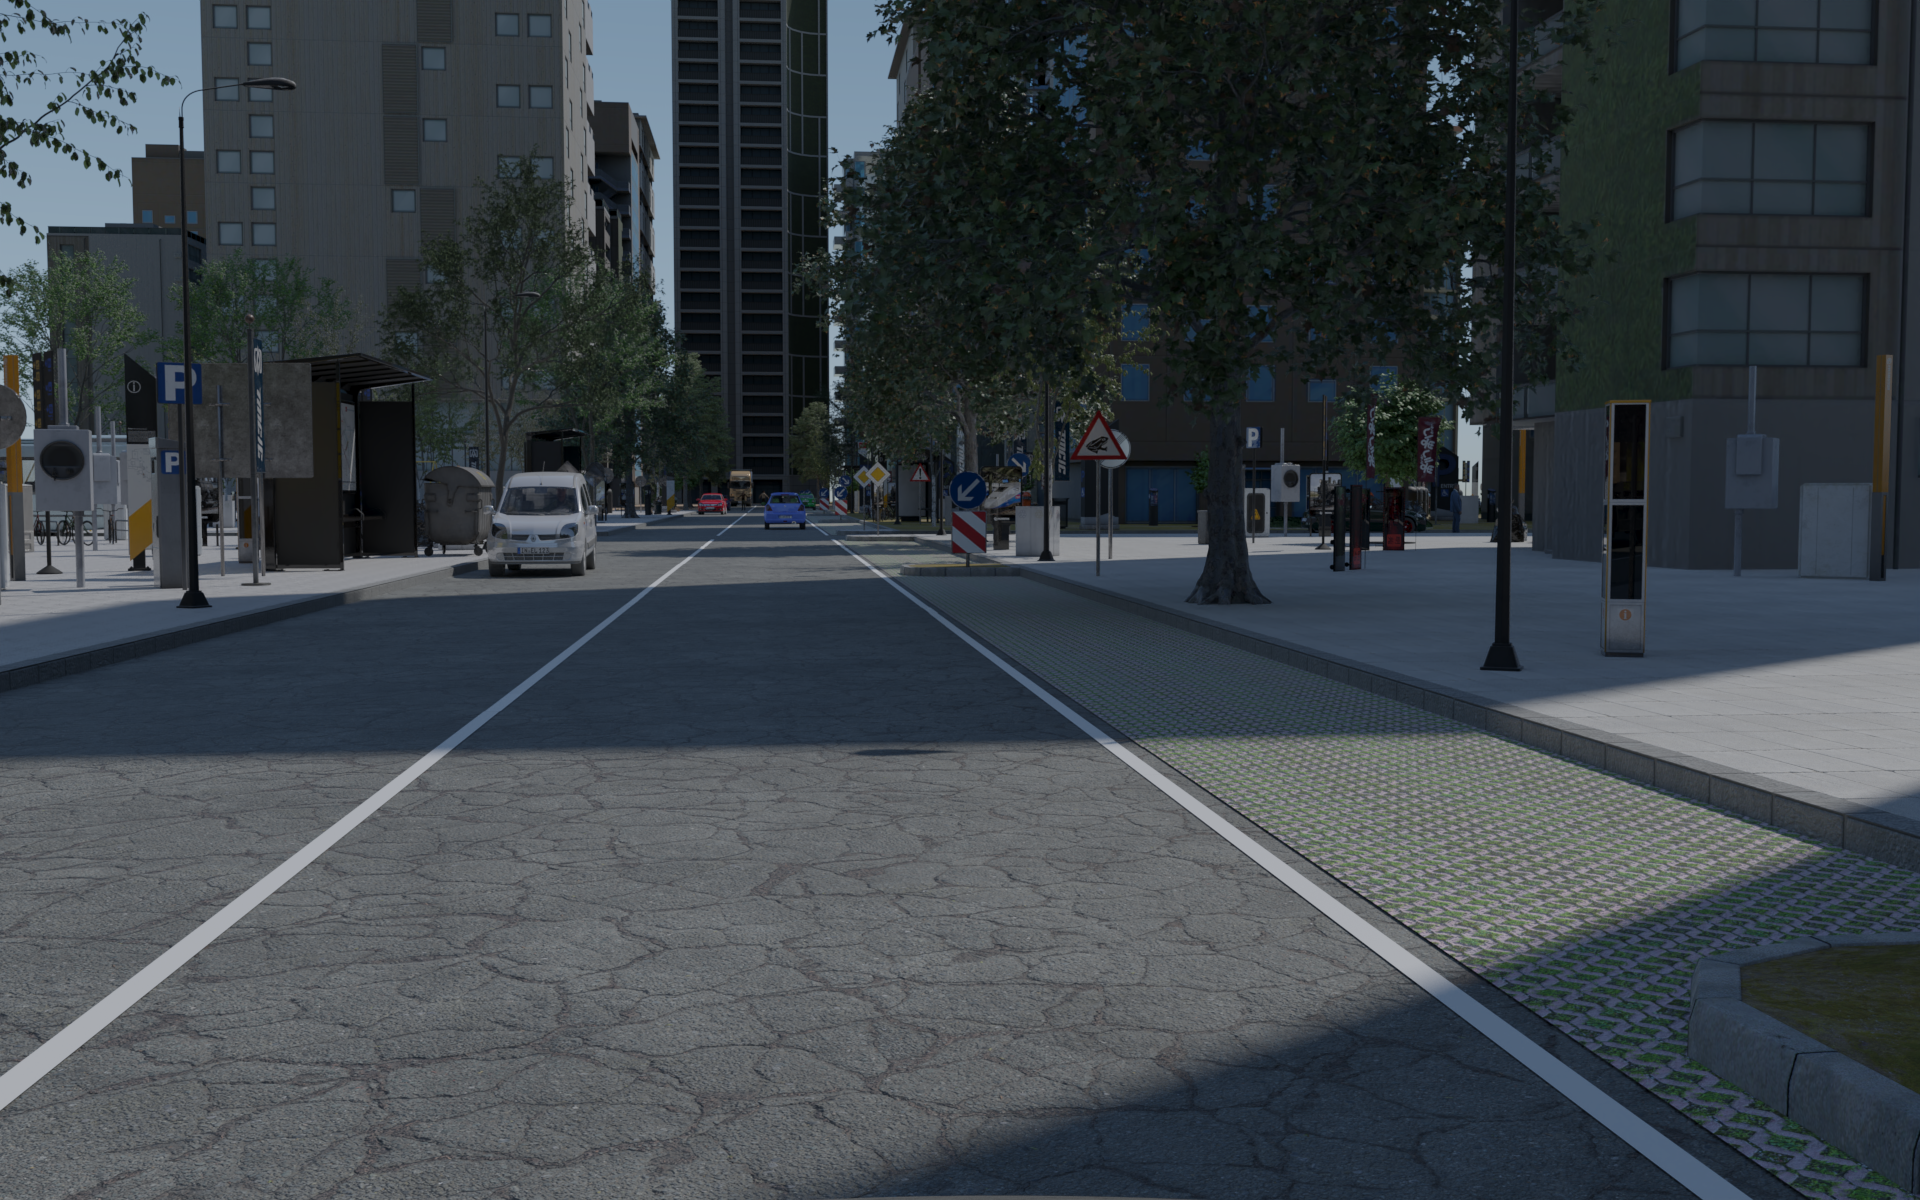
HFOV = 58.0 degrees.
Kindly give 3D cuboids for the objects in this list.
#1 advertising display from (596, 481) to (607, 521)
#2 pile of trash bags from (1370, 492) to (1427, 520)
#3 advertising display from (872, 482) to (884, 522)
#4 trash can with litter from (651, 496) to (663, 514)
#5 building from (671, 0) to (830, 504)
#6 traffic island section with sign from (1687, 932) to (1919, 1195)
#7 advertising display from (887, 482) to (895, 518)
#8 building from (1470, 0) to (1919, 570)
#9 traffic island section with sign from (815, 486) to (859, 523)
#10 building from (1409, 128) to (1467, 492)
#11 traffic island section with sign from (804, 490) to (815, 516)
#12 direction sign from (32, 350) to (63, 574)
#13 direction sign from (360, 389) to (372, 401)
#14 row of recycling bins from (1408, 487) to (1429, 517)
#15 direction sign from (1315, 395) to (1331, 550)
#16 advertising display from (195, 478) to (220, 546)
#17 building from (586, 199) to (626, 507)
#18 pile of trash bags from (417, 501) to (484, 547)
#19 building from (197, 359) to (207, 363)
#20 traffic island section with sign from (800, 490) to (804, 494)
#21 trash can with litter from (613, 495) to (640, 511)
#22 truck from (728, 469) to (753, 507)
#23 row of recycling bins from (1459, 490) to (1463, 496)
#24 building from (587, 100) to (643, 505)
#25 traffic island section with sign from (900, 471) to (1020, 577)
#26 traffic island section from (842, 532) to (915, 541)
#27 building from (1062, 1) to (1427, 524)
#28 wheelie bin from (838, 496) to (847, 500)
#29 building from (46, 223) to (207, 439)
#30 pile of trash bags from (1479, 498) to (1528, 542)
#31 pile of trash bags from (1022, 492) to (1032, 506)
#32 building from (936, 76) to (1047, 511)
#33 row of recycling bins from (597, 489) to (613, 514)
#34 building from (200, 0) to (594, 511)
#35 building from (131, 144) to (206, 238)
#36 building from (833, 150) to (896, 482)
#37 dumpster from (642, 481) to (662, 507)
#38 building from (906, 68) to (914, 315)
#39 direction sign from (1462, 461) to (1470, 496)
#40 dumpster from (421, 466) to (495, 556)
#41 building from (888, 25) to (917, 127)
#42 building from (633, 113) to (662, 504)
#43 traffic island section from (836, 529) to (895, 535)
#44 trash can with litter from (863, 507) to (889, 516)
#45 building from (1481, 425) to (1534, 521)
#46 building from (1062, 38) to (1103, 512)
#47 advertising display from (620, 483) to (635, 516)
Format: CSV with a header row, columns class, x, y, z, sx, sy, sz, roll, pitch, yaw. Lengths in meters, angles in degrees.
class,x,y,z,sx,sy,sz,roll,pitch,yaw
advertising display,-17.168,-4.739,82.696,0.123,1.923,0.974,-3,5,-43
pile of trash bags,16.964,-3.597,68.568,3.447,1.369,1.912,-3,5,-41
advertising display,-3.829,-4.617,80.704,0.123,1.923,0.974,2,4,26
trash can with litter,-19.242,-5.964,108.904,1.055,1.170,0.624,1,4,9
building,-28.194,-48.794,236.028,20.611,71.187,20.563,0,4,-6
traffic island section with sign,2.877,0.282,4.019,1.989,1.847,2.006,0,4,-6
advertising display,-3.611,-5.357,92.796,0.123,1.923,0.974,2,4,35
building,18.540,-21.527,35.558,14.154,41.232,14.086,0,4,-6
traffic island section with sign,-6.043,-4.725,85.876,1.989,1.847,2.006,0,4,-6
building,43.123,-33.271,198.604,28.867,44.769,22.147,0,4,-6
traffic island section with sign,-8.987,-6.379,112.920,1.989,1.847,2.006,0,4,-6
direction sign,-14.614,-2.183,27.693,0.876,3.537,0.379,3,5,44
direction sign,-12.318,-2.678,35.777,0.379,3.537,0.876,-3,5,-43
row of recycling bins,25.373,-5.457,96.330,1.069,1.692,3.534,2,4,27
direction sign,8.387,-2.930,39.899,0.379,3.537,0.876,1,4,17
advertising display,-18.618,-2.270,42.331,0.974,1.923,0.123,-3,4,-39
building,-40.247,-24.221,167.722,14.160,30.474,14.107,0,4,-6
pile of trash bags,-12.957,-2.079,43.749,1.912,1.369,3.447,0,4,-5
building,-65.460,-53.411,185.939,31.000,86.520,22.319,0,4,-6
traffic island section with sign,-14.416,-9.425,162.729,1.989,1.847,2.006,0,4,-6
trash can with litter,-25.717,-7.477,133.306,2.233,1.210,1.678,0,4,6
truck,-25.093,-12.815,198.433,2.839,4.237,11.283,0,4,-6
row of recycling bins,38.134,-7.834,135.200,1.069,1.692,3.534,-1,4,-12
building,-43.444,-33.252,193.786,14.200,45.320,14.600,0,4,-6
traffic island section with sign,-0.043,-1.357,30.816,1.989,1.847,2.006,0,4,-6
traffic island section,-2.510,-1.908,53.484,2.009,0.180,2.903,0,4,-6
building,11.937,-26.234,79.032,14.200,45.320,14.600,0,4,-6
wheelie bin,-8.453,-7.136,124.582,0.693,1.594,0.980,-1,4,-9
building,-89.118,-25.508,188.757,14.107,30.474,14.160,0,4,-6
pile of trash bags,15.761,-2.209,45.871,3.447,1.369,1.912,3,5,39
pile of trash bags,2.180,-3.969,74.645,1.912,1.369,3.447,-2,4,-25
building,10.975,-49.110,115.619,22.319,86.520,31.000,0,4,-6
row of recycling bins,-23.906,-6.568,114.496,1.069,1.692,3.534,0,4,8
building,-45.314,-34.014,145.367,28.713,52.752,27.495,0,4,-6
building,-97.197,-35.173,225.187,14.200,45.320,14.600,0,4,-6
building,-2.328,-37.978,240.553,30.456,49.044,23.786,0,4,-6
dumpster,-21.996,-7.445,124.224,1.502,2.255,1.985,0,4,-6
building,2.202,-31.807,170.150,14.600,45.320,14.200,0,4,-6
direction sign,34.193,-7.650,117.072,0.876,3.537,0.379,-3,5,-41
dumpster,-10.538,-1.873,36.386,1.264,1.857,1.865,0,4,-6
building,7.308,-36.841,191.587,28.713,52.752,27.495,0,4,-6
building,-53.359,-39.612,236.898,27.495,52.752,28.713,0,4,-6
traffic island section,-3.375,-2.394,61.422,2.009,0.180,2.903,0,4,-6
trash can with litter,-4.542,-5.511,101.162,2.233,1.210,1.678,0,4,-3
building,37.475,-28.132,83.661,21.600,48.544,21.300,0,4,-6
building,3.996,-30.933,155.862,14.600,45.320,14.200,0,4,-6
advertising display,-19.176,-5.790,99.876,0.123,1.923,0.974,3,5,45
